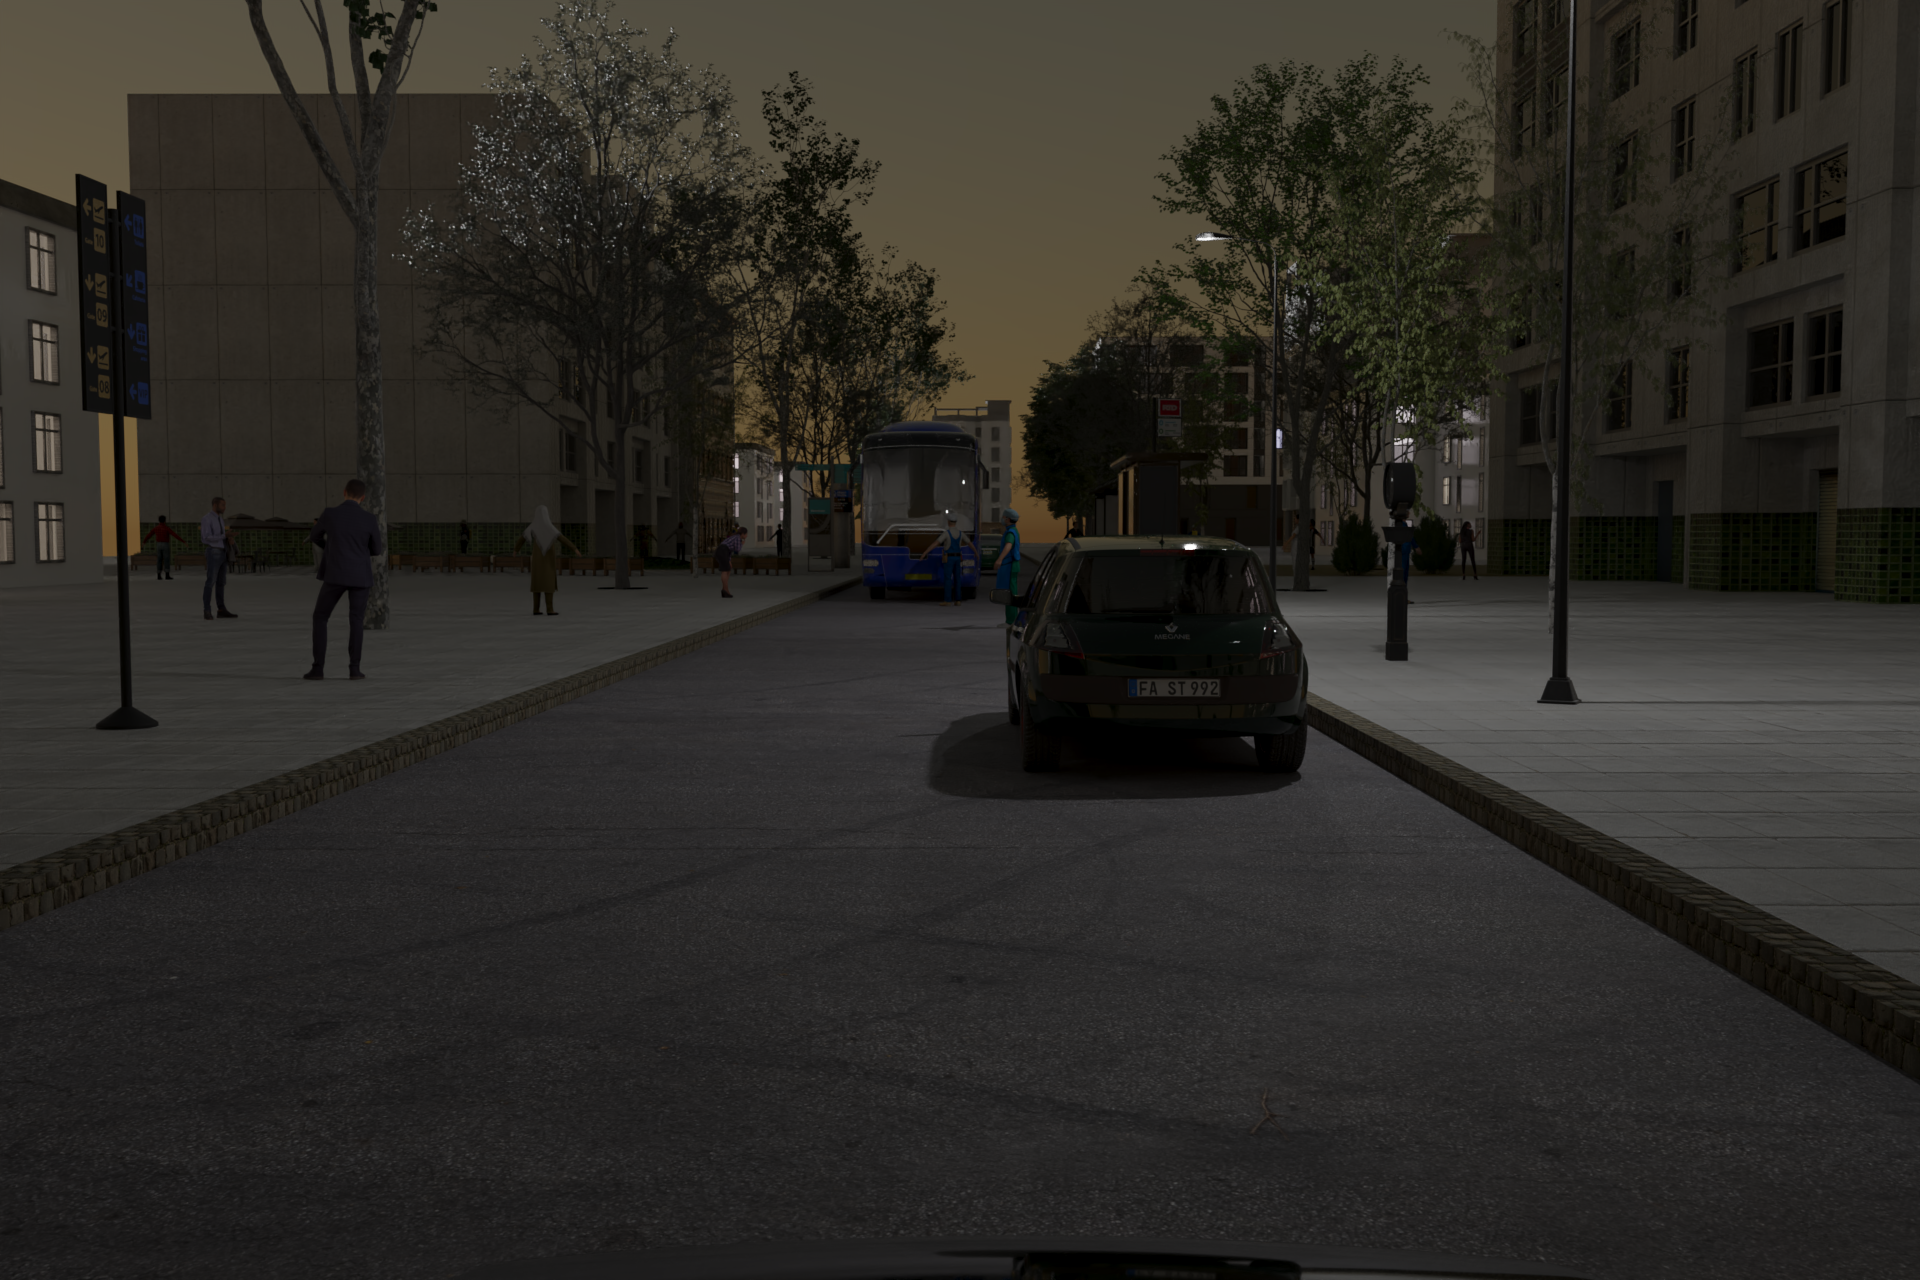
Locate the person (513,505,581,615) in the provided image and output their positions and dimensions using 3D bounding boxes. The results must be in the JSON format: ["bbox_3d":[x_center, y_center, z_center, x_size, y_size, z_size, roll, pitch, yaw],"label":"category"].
[{"bbox_3d":[-6.554,-1.263,27.422,1.217,1.736,0.721,1,4,19],"label":"person"}]

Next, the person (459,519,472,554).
[{"bbox_3d":[-19.507,-3.806,68.014,0.705,1.856,1.354,-1,4,-17],"label":"person"}]

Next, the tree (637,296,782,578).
[{"bbox_3d":[-7.868,-6.086,49.871,4.360,8.622,3.978,0,3,0],"label":"tree"}]

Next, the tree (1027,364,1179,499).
[{"bbox_3d":[8.118,-9.791,94.493,8.767,10.594,7.601,0,4,-7],"label":"tree"}]

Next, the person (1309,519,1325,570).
[{"bbox_3d":[12.455,-3.396,61.666,0.704,1.843,1.345,-3,5,-43],"label":"person"}]

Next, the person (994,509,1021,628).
[{"bbox_3d":[0.731,-1.092,26.431,0.704,1.817,1.347,1,4,10],"label":"person"}]

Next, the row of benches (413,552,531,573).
[{"bbox_3d":[-16.397,-2.594,57.878,4.104,0.672,1.422,1,4,11],"label":"row of benches"}]

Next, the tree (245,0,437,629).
[{"bbox_3d":[-9.411,-10.211,22.841,12.611,20.169,13.585,0,3,0],"label":"tree"}]

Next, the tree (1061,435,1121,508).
[{"bbox_3d":[8.073,-9.271,101.950,4.737,8.622,4.395,0,3,0],"label":"tree"}]

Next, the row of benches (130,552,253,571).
[{"bbox_3d":[-27.264,-2.805,61.324,4.104,0.672,1.422,-1,4,-12],"label":"row of benches"}]

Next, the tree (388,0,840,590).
[{"bbox_3d":[-7.984,-7.916,39.804,12.009,13.543,11.850,0,3,0],"label":"tree"}]

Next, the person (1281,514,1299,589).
[{"bbox_3d":[7.553,-1.973,39.029,0.721,1.739,1.217,2,4,35],"label":"person"}]

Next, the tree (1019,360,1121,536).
[{"bbox_3d":[8.790,-13.386,125.513,9.857,13.997,8.962,0,3,0],"label":"tree"}]

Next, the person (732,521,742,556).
[{"bbox_3d":[-9.757,-4.269,75.761,0.705,1.833,1.349,0,4,6],"label":"person"}]

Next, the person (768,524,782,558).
[{"bbox_3d":[-9.032,-4.917,86.620,0.704,1.802,1.346,3,5,40],"label":"person"}]

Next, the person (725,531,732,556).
[{"bbox_3d":[-11.309,-4.659,85.444,0.599,1.433,0.991,3,5,40],"label":"person"}]

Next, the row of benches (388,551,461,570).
[{"bbox_3d":[-19.770,-2.864,62.297,1.422,0.672,4.104,3,5,42],"label":"row of benches"}]

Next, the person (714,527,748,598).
[{"bbox_3d":[-4.595,-1.561,34.799,0.697,1.427,0.421,-2,4,-28],"label":"person"}]

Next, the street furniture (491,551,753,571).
[{"bbox_3d":[-12.173,-2.927,63.483,10.072,0.657,5.734,1,4,17],"label":"street furniture"}]

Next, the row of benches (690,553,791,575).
[{"bbox_3d":[-7.063,-2.426,55.121,4.104,0.672,1.422,3,4,39],"label":"row of benches"}]

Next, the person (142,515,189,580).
[{"bbox_3d":[-22.332,-2.597,48.574,1.345,1.816,0.704,0,4,4],"label":"person"}]

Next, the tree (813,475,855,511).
[{"bbox_3d":[-18.384,-19.038,245.688,7.601,10.594,8.767,-1,4,-9],"label":"tree"}]

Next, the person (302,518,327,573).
[{"bbox_3d":[-21.136,-3.103,56.923,1.347,1.806,0.705,2,4,35],"label":"person"}]

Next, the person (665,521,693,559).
[{"bbox_3d":[-11.475,-3.981,71.223,1.348,1.813,0.705,-1,4,-19],"label":"person"}]

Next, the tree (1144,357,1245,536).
[{"bbox_3d":[9.783,-7.391,71.209,4.737,8.622,4.395,0,3,0],"label":"tree"}]

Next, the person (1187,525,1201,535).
[{"bbox_3d":[12.282,-5.186,91.256,1.216,1.772,0.721,-1,4,-19],"label":"person"}]

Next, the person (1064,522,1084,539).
[{"bbox_3d":[4.845,-4.066,72.667,1.347,1.806,0.705,-2,4,-30],"label":"person"}]

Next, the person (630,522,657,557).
[{"bbox_3d":[-15.209,-4.745,83.356,1.354,1.858,0.705,0,4,8],"label":"person"}]

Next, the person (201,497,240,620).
[{"bbox_3d":[-11.093,-1.236,26.119,0.599,1.838,0.709,0,4,4],"label":"person"}]

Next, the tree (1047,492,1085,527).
[{"bbox_3d":[8.903,-11.401,136.762,4.737,8.622,4.395,0,3,0],"label":"tree"}]

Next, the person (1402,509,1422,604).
[{"bbox_3d":[8.105,-1.574,31.620,0.705,1.842,1.347,2,4,33],"label":"person"}]

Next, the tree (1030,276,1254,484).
[{"bbox_3d":[8.557,-10.443,81.117,12.009,13.543,11.850,0,3,0],"label":"tree"}]

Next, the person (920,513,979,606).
[{"bbox_3d":[-0.168,-1.602,34.512,1.347,1.847,0.705,-2,4,-30],"label":"person"}]

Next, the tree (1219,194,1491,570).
[{"bbox_3d":[14.501,-9.262,61.803,12.009,13.543,11.850,0,3,0],"label":"tree"}]

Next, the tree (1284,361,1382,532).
[{"bbox_3d":[15.865,-7.375,70.941,4.360,8.622,3.978,0,3,0],"label":"tree"}]

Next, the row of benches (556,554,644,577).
[{"bbox_3d":[-11.516,-2.325,53.477,4.104,0.672,1.422,2,4,32],"label":"row of benches"}]

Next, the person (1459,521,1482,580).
[{"bbox_3d":[14.234,-2.498,48.359,0.593,1.643,0.415,0,4,-7],"label":"person"}]

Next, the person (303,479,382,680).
[{"bbox_3d":[-5.484,-0.543,15.368,0.683,1.767,0.568,-1,4,-20],"label":"person"}]
